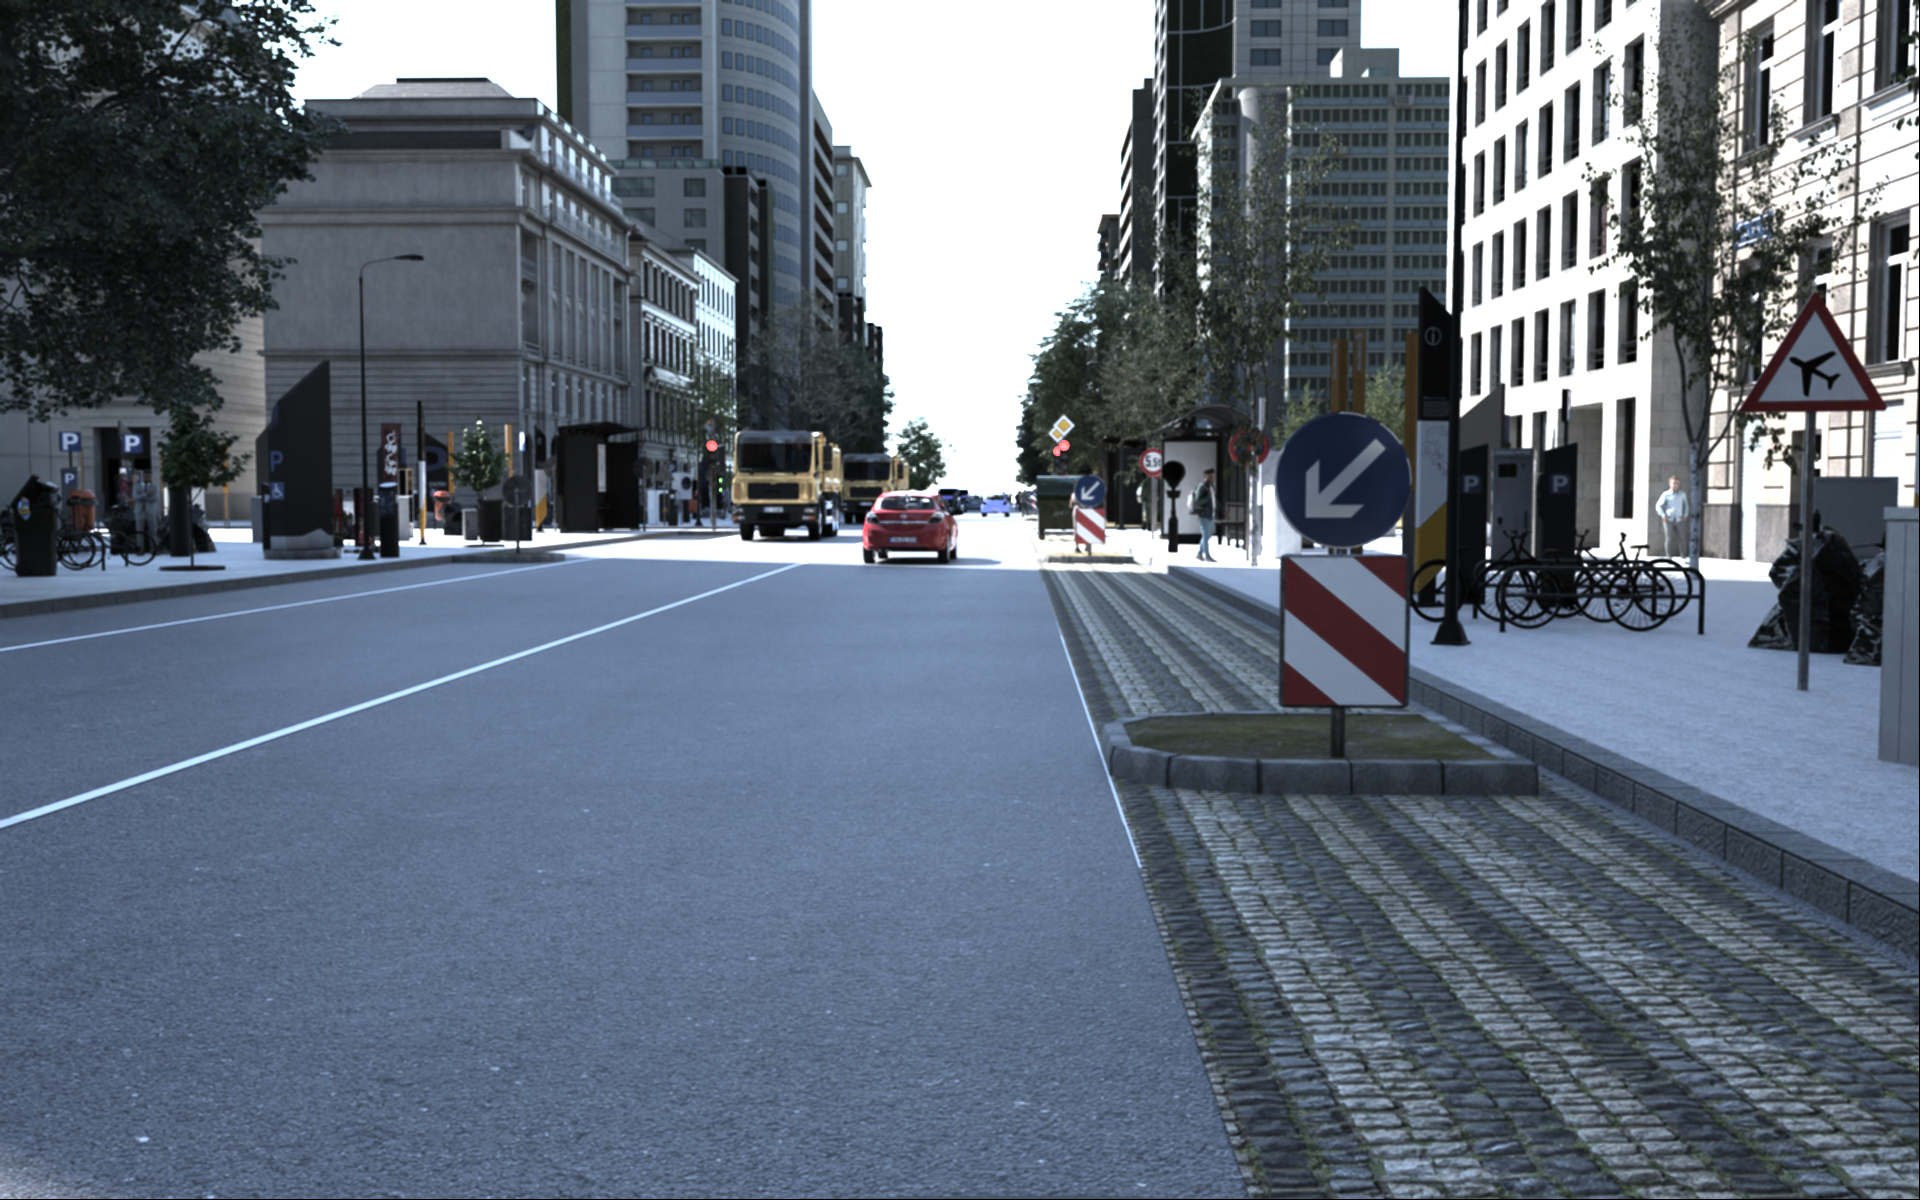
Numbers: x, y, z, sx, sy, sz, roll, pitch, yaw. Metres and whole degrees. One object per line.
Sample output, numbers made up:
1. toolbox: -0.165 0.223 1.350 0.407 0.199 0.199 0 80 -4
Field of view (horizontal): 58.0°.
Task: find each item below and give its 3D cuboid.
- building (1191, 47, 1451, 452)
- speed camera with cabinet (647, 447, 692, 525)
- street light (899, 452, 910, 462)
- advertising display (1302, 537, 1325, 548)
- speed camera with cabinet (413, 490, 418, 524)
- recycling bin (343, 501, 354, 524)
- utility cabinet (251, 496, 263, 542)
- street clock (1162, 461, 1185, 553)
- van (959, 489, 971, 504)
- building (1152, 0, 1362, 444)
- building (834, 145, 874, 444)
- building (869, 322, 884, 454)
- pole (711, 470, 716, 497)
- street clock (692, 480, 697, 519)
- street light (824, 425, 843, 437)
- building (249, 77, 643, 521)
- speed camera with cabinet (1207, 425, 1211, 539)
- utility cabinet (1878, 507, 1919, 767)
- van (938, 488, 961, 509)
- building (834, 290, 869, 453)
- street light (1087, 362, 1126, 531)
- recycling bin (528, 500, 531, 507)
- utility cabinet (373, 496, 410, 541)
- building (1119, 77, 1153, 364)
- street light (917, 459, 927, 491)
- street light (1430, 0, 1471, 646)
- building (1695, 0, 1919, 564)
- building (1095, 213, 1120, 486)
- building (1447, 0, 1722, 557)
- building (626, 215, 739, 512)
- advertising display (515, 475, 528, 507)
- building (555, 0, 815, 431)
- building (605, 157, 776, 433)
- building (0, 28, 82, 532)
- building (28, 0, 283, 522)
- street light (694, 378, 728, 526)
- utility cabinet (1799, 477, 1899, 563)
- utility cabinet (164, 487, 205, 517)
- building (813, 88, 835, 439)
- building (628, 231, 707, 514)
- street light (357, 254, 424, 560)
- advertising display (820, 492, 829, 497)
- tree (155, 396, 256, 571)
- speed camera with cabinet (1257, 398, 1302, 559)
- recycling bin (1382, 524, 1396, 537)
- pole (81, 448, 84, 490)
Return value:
1. building: 34.190 -28.338 155.202 32.217 40.220 23.993 0 4 2
2. speed camera with cabinet: -12.007 -4.731 71.690 0.660 3.252 2.038 3 4 37
3. street light: -6.195 -13.437 192.227 1.470 5.913 1.316 0 4 2
4. advertising display: 8.186 -2.184 40.918 0.974 1.923 0.123 0 4 -4
5. speed camera with cabinet: -22.945 -4.927 74.894 2.038 3.252 0.660 -3 5 -41
6. recycling bin: -21.093 -2.933 60.510 0.722 1.027 0.722 1 4 19
7. utility cabinet: -18.434 -2.132 46.012 1.020 1.237 0.306 3 4 38
8. street clock: 4.660 -2.034 37.827 0.471 2.002 0.358 2 4 23
9. van: 0.173 -11.829 197.792 2.240 2.365 5.245 0 4 2
10. building: 28.509 -45.165 176.700 20.563 71.187 20.611 0 4 2
11. building: -28.376 -41.321 264.831 28.713 52.752 27.495 0 4 2
12. building: -20.025 -31.457 286.028 14.160 30.474 14.107 0 4 2
13. pole: -10.170 -4.747 71.458 0.158 3.312 0.155 0 3 0
14. street clock: -13.671 -5.175 89.183 0.471 2.002 0.358 -3 5 -39
15. street light: -8.509 -8.767 115.878 1.470 5.913 1.316 0 4 2
16. building: -25.604 -15.198 90.284 13.314 21.916 24.055 0 4 2
17. speed camera with cabinet: 6.849 -3.423 50.306 0.660 3.252 2.038 -1 4 -8
18. utility cabinet: 4.761 0.198 7.921 0.306 1.237 1.020 -2 4 -23
19. van: -1.026 -9.465 159.144 2.240 2.365 5.245 0 4 3
20. building: -20.862 -28.916 244.472 14.160 30.474 14.107 0 4 2
21. street light: 5.159 -5.409 60.986 1.470 5.913 1.316 0 4 2
22. recycling bin: -19.631 -3.953 77.192 0.722 1.027 0.722 2 4 32
23. utility cabinet: -15.682 -2.231 47.632 1.020 1.237 0.306 -1 4 -22
24. building: 29.565 -35.152 198.435 21.300 48.544 21.600 0 4 2
25. street light: -5.116 -15.683 228.952 1.470 5.913 1.316 0 4 2
26. street light: 3.659 -2.577 14.670 1.470 5.913 1.316 0 4 2
27. building: 20.175 -13.731 21.760 12.463 27.353 25.104 0 4 2
28. building: 31.832 -37.247 263.619 22.147 44.769 28.867 0 4 2
29. building: 19.457 -11.511 42.949 10.420 20.320 16.860 0 4 2
30. building: -23.059 -17.282 131.715 9.793 20.994 18.267 0 4 2
31. advertising display: -15.396 -3.352 60.014 0.974 1.923 0.123 2 4 24
32. building: -26.655 -38.598 173.078 21.231 58.520 28.212 0 4 2
33. building: -24.140 -23.284 152.393 14.160 30.474 14.107 0 4 2
34. building: -38.207 -36.957 42.496 20.611 71.187 20.563 0 4 2
35. building: -47.224 -18.240 85.615 23.554 28.519 14.401 0 4 2
36. street light: -9.942 -5.919 69.323 1.470 5.913 1.316 0 4 2
37. utility cabinet: 11.360 -0.825 22.175 1.173 1.500 0.318 -1 4 -10
38. utility cabinet: -25.095 -2.897 56.045 0.318 1.500 1.173 3 5 44
39. building: -26.116 -35.155 198.488 21.300 48.544 21.600 0 4 2
40. building: -23.306 -15.159 112.478 10.561 19.102 19.286 0 4 2
41. street light: -11.058 -3.738 33.654 1.470 5.913 1.316 0 4 2
42. advertising display: -9.025 -6.686 114.530 0.974 1.923 0.123 3 5 42
43. tree: -12.997 -2.112 29.136 1.663 3.219 1.824 0 3 0
44. speed camera with cabinet: 6.403 -2.481 34.899 0.660 3.252 2.038 0 4 -2
45. recycling bin: 12.583 -2.403 51.849 0.722 1.027 0.722 -1 4 -11
46. pole: -38.827 -5.059 76.561 0.158 3.312 0.155 0 3 0
